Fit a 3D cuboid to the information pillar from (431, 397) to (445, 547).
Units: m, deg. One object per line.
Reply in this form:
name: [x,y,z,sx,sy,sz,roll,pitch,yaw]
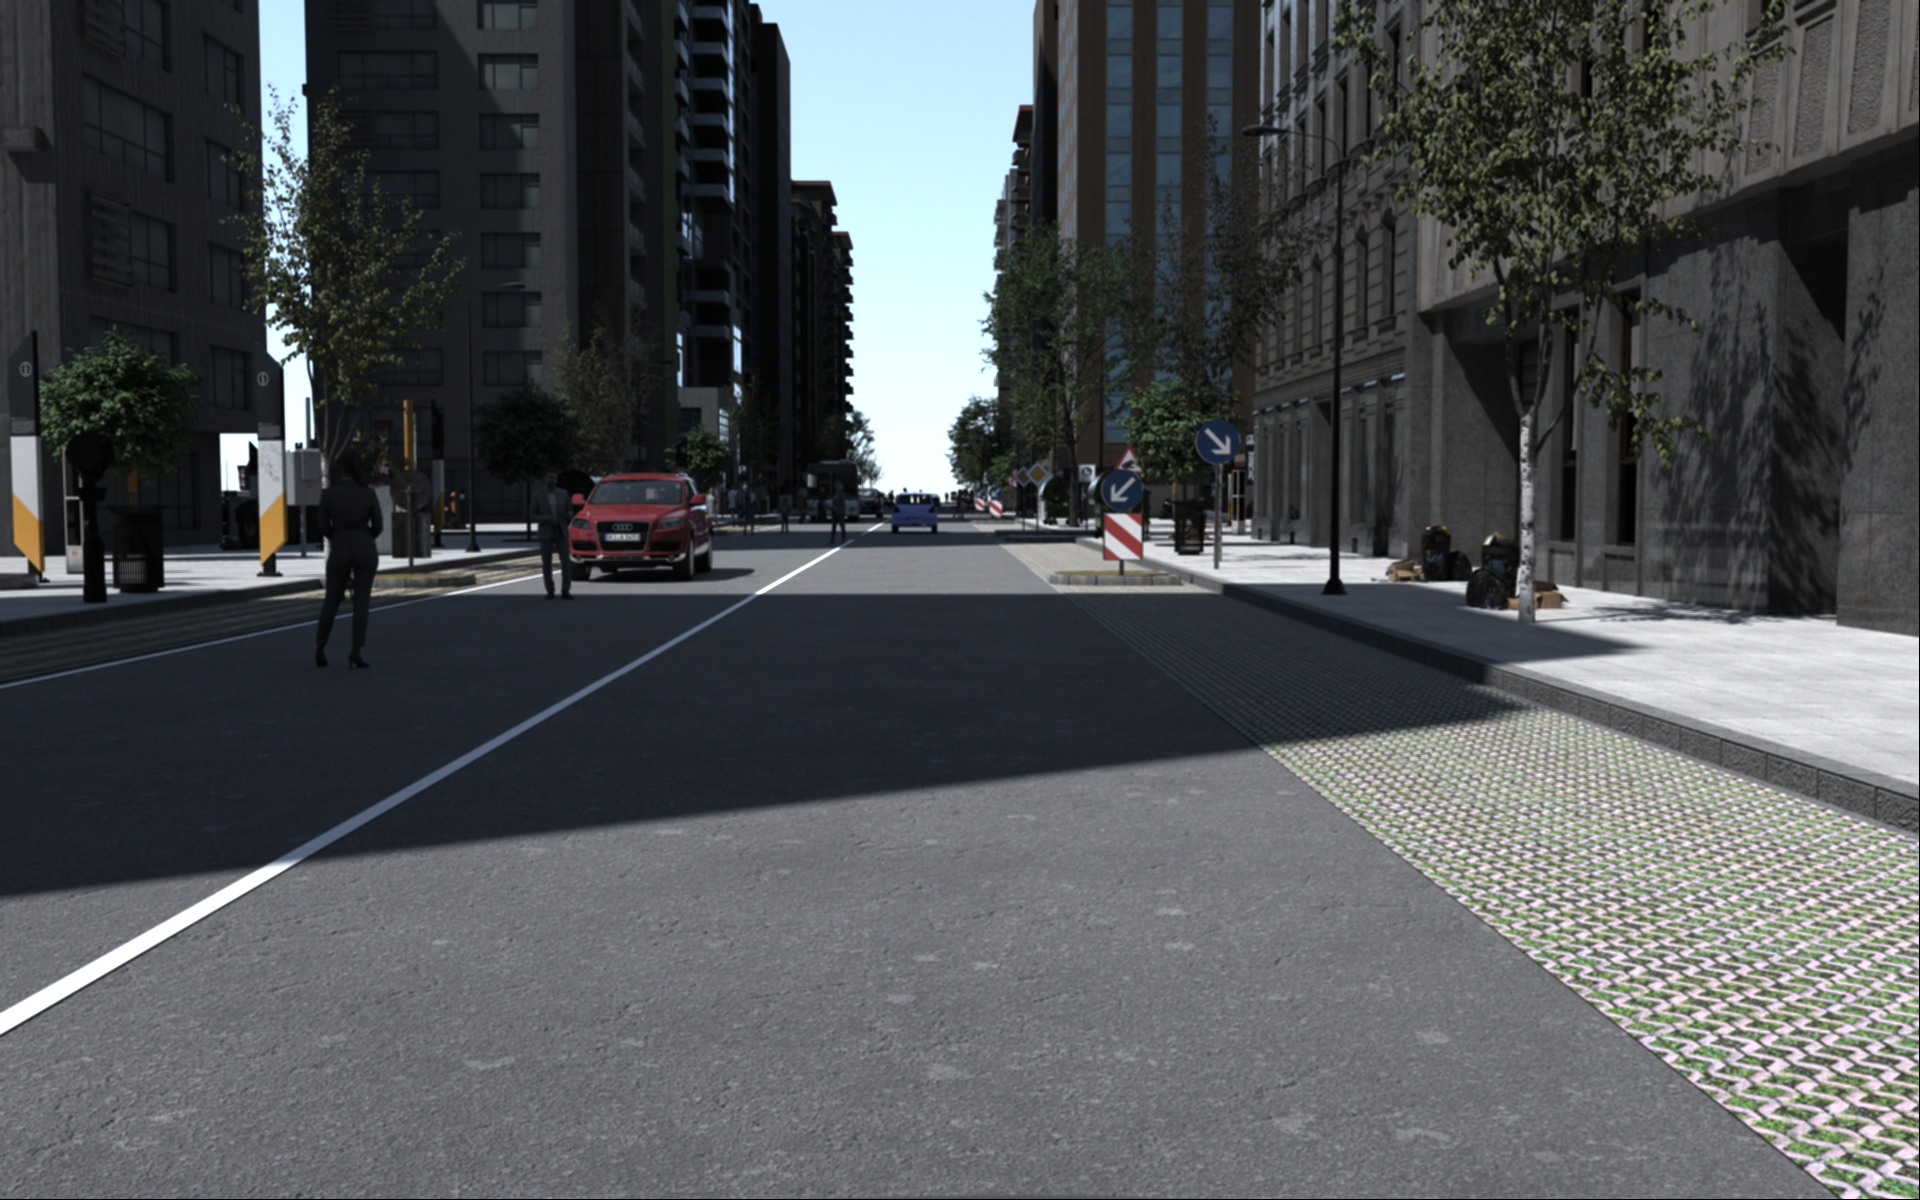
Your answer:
information pillar: [-12.609,-3.087,41.835,0.183,3.616,0.504,-3,5,-40]

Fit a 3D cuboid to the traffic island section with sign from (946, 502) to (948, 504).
traffic island section with sign: [-0.856,-14.304,242.494,1.989,1.847,2.006,0,4,-1]

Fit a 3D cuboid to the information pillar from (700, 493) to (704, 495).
information pillar: [-14.504,-6.429,96.476,0.504,3.616,0.183,-2,4,-31]

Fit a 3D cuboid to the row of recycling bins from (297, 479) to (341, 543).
row of recycling bins: [-16.936,-2.423,46.727,1.069,1.692,3.534,1,4,13]

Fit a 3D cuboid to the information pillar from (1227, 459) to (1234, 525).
information pillar: [11.088,-4.861,70.832,0.183,3.616,0.504,2,4,26]

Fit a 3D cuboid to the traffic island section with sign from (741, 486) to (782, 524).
traffic island section with sign: [-9.551,-4.562,83.219,1.989,1.847,2.006,0,4,-1]

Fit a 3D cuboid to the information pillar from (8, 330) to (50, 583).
information pillar: [-13.416,-2.052,24.905,0.504,3.616,0.183,1,4,19]

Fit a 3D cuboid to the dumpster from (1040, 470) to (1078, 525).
dumpster: [4.106,-4.234,71.715,1.502,2.255,1.985,0,4,-1]

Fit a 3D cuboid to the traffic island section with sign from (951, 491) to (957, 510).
traffic island section with sign: [0.391,-9.266,160.127,1.989,1.847,2.006,0,4,-1]

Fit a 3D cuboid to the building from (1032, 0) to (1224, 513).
building: [13.434,-30.350,146.325,14.600,45.320,14.200,0,4,-1]

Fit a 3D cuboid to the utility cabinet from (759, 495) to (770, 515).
utility cabinet: [-12.247,-5.946,108.372,0.306,1.237,1.020,-2,4,-32]

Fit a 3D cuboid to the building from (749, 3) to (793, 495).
building: [-23.342,-31.368,162.979,14.600,45.320,14.200,0,4,-1]

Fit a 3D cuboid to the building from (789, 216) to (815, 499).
building: [-22.815,-24.877,178.442,14.160,30.474,14.107,0,4,-1]

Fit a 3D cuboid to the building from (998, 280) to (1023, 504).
building: [12.021,-28.175,232.358,14.160,30.474,14.107,0,4,-1]

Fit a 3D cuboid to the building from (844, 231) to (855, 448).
building: [-28.451,-38.214,279.426,22.147,44.769,28.867,0,4,-1]

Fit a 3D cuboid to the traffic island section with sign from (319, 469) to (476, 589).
traffic island section with sign: [-8.693,-1.126,27.044,1.989,1.847,2.006,0,4,-1]

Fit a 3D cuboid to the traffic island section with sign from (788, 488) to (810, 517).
traffic island section with sign: [-9.973,-6.211,110.171,1.989,1.847,2.006,0,4,-1]

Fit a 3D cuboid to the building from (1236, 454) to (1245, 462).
building: [26.689,-25.553,72.409,28.867,44.769,22.147,0,4,-1]

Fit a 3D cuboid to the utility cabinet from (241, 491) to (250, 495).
utility cabinet: [-47.660,-6.512,115.153,0.318,1.500,1.173,1,4,20]

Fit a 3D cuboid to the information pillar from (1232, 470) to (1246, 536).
information pillar: [8.608,-2.995,53.458,0.304,2.012,0.304,-2,4,-28]

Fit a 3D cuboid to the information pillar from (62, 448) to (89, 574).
information pillar: [-14.129,-1.423,27.762,0.304,2.012,0.304,0,4,4]

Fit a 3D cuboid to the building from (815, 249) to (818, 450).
building: [-23.335,-25.738,192.517,14.160,30.474,14.107,0,4,-1]

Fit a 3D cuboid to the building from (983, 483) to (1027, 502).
building: [19.889,-36.139,282.751,32.217,40.220,23.993,0,4,-1]

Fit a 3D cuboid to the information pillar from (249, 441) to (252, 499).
information pillar: [-31.109,-5.198,76.347,0.183,3.616,0.504,2,4,25]

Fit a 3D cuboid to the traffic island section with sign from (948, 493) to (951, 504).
traffic island section with sign: [-0.021,-10.939,187.477,1.989,1.847,2.006,0,4,-1]

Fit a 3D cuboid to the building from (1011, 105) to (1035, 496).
building: [17.001,-32.947,193.306,22.147,44.769,28.867,0,4,-1]

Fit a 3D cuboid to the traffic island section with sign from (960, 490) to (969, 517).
traffic island section with sign: [1.146,-6.220,110.330,1.989,1.847,2.006,0,4,-1]

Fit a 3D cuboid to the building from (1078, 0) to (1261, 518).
building: [12.872,-27.318,96.766,14.600,45.320,14.200,0,4,-1]

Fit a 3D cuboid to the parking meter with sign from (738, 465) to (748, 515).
parking meter with sign: [-12.999,-6.597,104.127,0.543,3.016,1.738,-1,4,-13]

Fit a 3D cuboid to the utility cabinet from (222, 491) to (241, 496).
utility cabinet: [-47.668,-6.365,112.742,0.318,1.500,1.173,3,5,44]

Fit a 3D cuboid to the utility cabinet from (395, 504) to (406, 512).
utility cabinet: [-22.652,-3.587,69.808,1.020,1.237,0.306,0,4,3]

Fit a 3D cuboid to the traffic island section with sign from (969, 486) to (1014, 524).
traffic island section with sign: [1.571,-4.543,82.904,1.989,1.847,2.006,0,4,-1]

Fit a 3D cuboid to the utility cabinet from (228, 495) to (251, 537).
utility cabinet: [-21.420,-2.470,51.540,0.306,1.237,1.020,-3,5,-42]

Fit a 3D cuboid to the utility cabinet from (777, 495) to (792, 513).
utility cabinet: [-12.055,-6.612,119.273,1.020,1.237,0.306,-2,4,-30]

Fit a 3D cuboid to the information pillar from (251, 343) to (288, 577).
information pillar: [-10.667,-2.169,26.820,0.504,3.616,0.183,1,4,20]

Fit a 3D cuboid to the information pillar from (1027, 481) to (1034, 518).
information pillar: [3.747,-5.365,92.205,0.304,2.012,0.304,3,4,38]

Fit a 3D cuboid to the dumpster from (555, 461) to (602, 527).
dumpster: [-11.141,-2.937,50.509,1.502,2.255,1.985,0,4,-1]

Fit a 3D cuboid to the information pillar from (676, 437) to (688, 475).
information pillar: [-11.249,-4.819,70.140,0.504,3.616,0.183,0,4,-8]

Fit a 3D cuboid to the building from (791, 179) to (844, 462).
building: [-27.994,-35.533,235.584,22.147,44.769,28.867,0,4,-1]

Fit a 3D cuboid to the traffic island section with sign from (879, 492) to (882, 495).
traffic island section with sign: [-12.398,-15.977,269.854,1.989,1.847,2.006,0,4,-1]

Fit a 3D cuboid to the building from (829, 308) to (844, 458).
building: [-24.637,-29.766,258.368,14.160,30.474,14.107,0,4,-1]

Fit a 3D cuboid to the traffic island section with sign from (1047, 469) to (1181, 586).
traffic island section with sign: [2.418,-1.172,27.794,1.989,1.847,2.006,0,4,-1]

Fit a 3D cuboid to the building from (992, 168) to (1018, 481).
building: [16.217,-38.839,254.622,23.786,49.044,30.456,0,4,-1]

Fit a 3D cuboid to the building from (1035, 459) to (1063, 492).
building: [16.175,-41.782,121.387,20.563,71.187,20.611,0,4,-1]

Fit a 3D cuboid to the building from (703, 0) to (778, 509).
building: [-26.032,-43.205,144.661,20.563,71.187,20.611,0,4,-1]

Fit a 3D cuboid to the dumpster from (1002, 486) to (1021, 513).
dumpster: [3.473,-6.813,117.158,1.264,1.857,1.865,0,4,-1]
